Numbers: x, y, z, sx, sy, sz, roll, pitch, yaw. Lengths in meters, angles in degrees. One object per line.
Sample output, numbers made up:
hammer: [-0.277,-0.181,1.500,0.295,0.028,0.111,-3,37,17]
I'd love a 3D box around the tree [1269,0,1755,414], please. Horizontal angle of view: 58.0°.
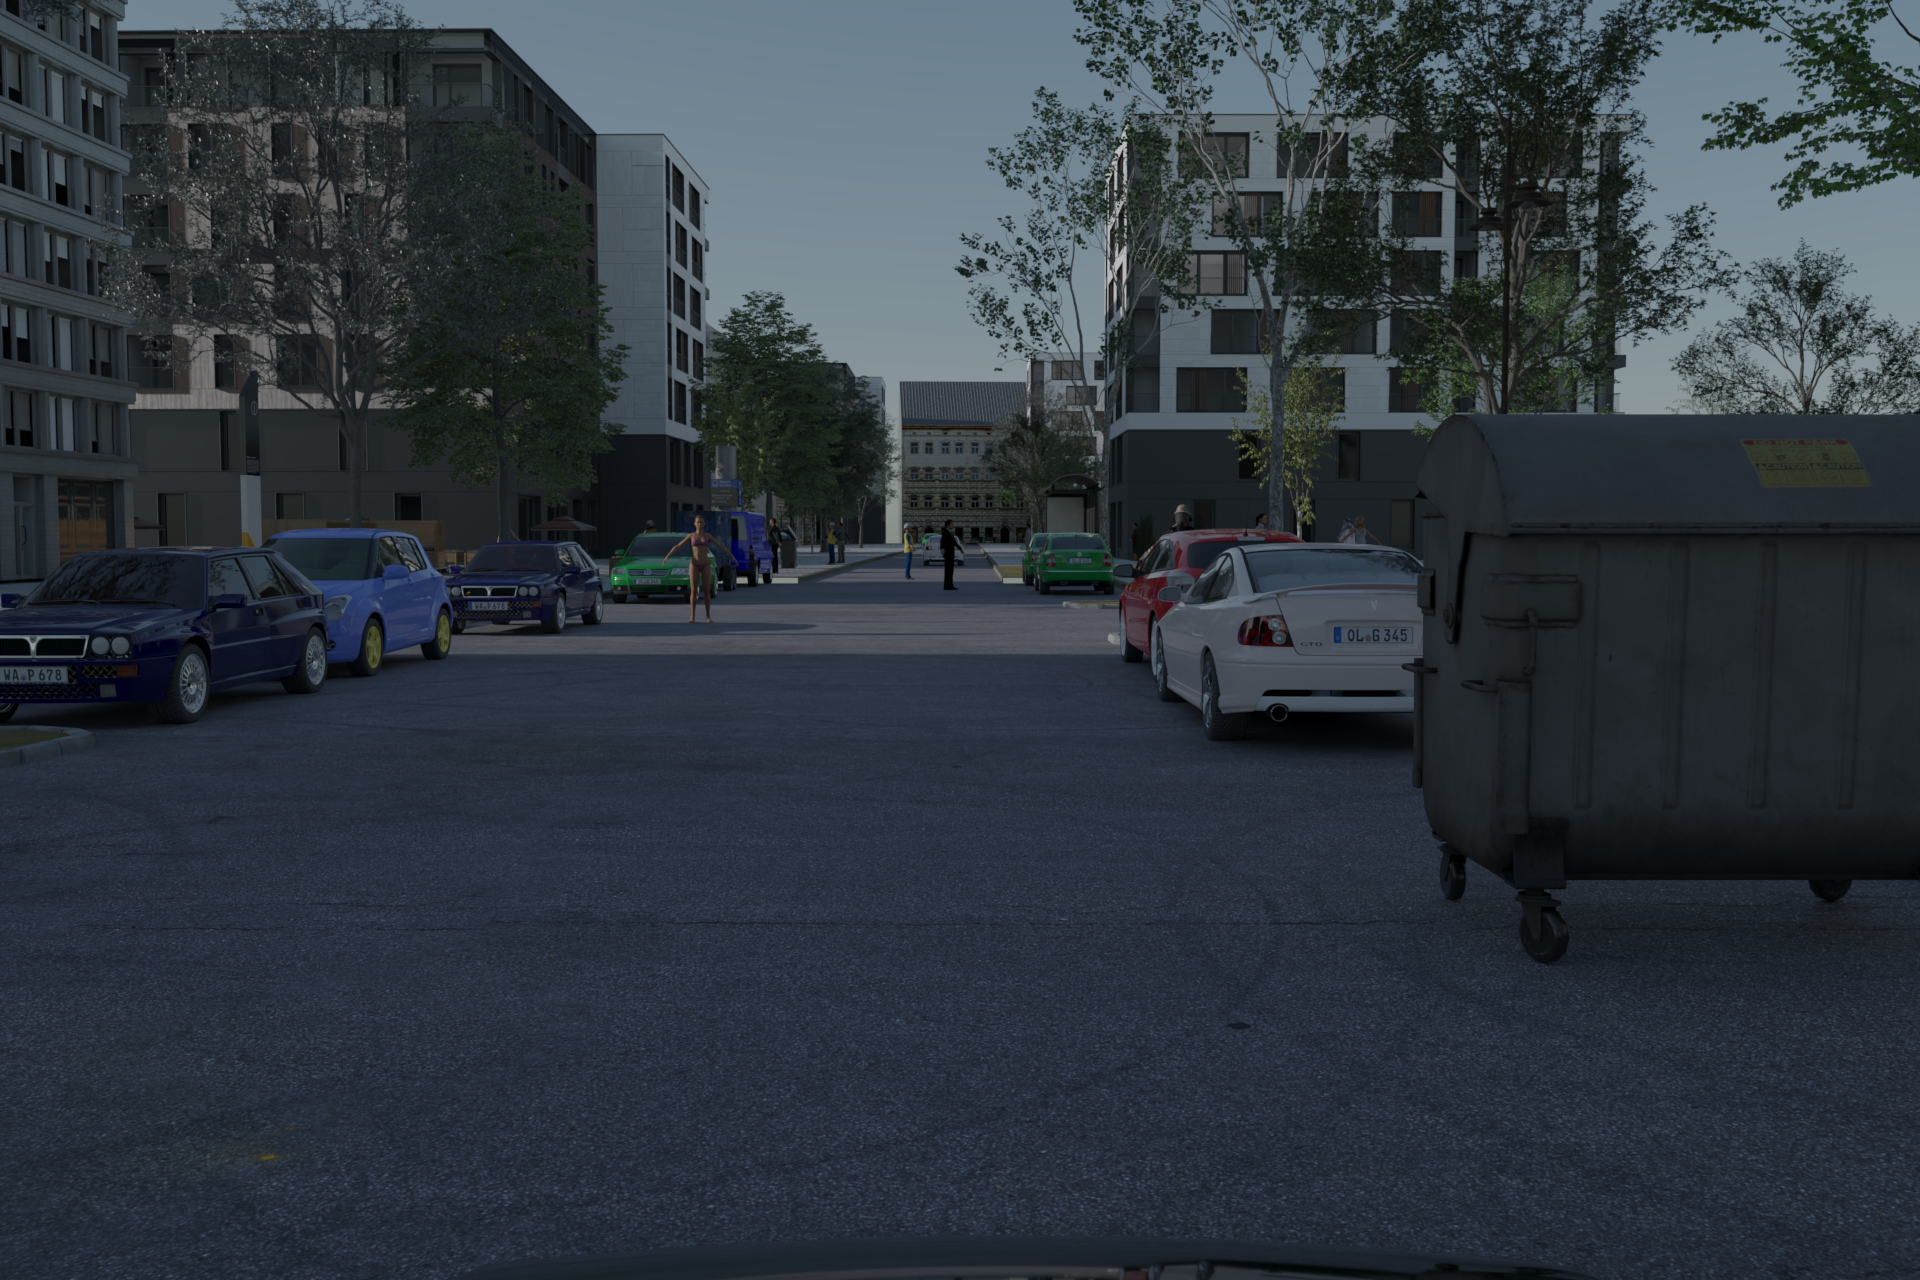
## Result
tree: [8.040,-5.637,26.572,7.601,10.594,8.767,-2,4,-28]

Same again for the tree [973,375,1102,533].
tree: [6.179,-13.693,134.254,12.009,13.543,11.850,0,3,0]

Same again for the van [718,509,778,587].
van: [-6.408,-2.704,48.590,2.240,2.365,5.245,0,4,0]

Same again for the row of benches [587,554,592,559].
row of benches: [-11.809,-2.322,53.423,1.422,0.672,4.104,0,4,-7]

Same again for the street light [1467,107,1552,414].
street light: [6.094,-2.849,19.377,0.468,5.910,1.993,0,3,0]

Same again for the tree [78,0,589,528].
tree: [-12.884,-7.716,36.531,12.009,13.543,11.850,0,3,0]

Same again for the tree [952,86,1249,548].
tree: [5.673,-13.290,73.187,12.611,20.169,13.585,0,3,0]

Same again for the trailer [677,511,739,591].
trailer: [-6.438,-2.204,43.082,1.471,1.999,3.904,0,4,0]

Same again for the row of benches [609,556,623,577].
row of benches: [-10.153,-2.317,53.341,1.422,0.672,4.104,0,4,-1]

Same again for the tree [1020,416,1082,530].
tree: [5.848,-9.684,108.693,4.737,8.622,4.395,0,3,0]

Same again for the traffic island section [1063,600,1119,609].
traffic island section: [3.037,-0.687,34.097,1.991,0.108,1.994,0,3,0]

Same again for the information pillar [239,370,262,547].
information pillar: [-10.061,-2.033,24.594,0.183,3.616,0.504,0,4,1]

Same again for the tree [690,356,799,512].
tree: [-9.140,-7.451,72.182,4.737,8.622,4.395,0,3,0]

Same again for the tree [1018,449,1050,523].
tree: [6.857,-11.862,144.301,4.360,8.622,3.978,0,3,0]

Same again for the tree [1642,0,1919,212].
tree: [9.058,-5.394,13.941,9.928,11.665,9.643,0,3,0]

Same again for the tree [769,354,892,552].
tree: [-9.518,-13.099,120.821,9.857,13.997,8.962,0,3,0]

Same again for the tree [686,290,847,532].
tree: [-9.389,-9.992,81.499,7.486,12.596,7.792,0,3,0]

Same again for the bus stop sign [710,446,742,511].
bus stop sign: [-6.999,-3.845,51.880,0.837,3.901,0.837,0,4,1]

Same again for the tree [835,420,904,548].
tree: [-8.924,-14.113,156.501,9.928,11.665,9.643,0,3,0]

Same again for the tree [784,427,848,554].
tree: [-9.335,-9.767,110.054,4.737,8.622,4.395,0,3,0]

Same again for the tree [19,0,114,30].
tree: [-12.346,-6.320,13.710,12.009,13.543,11.850,0,3,0]

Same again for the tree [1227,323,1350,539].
tree: [11.434,-6.652,59.122,4.737,8.622,4.395,0,3,0]

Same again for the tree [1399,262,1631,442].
tree: [20.416,-8.469,64.217,9.928,11.665,9.643,0,3,0]

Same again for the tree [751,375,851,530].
tree: [-9.331,-10.013,98.122,7.601,10.594,8.767,-3,5,-44]

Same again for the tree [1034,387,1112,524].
tree: [5.725,-8.323,86.443,4.360,8.622,3.978,0,3,0]

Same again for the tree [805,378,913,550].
tree: [-9.298,-13.812,136.202,12.009,13.543,11.850,0,3,0]

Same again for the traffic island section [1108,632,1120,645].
traffic island section: [2.992,-0.010,23.022,1.991,0.108,1.994,0,3,0]

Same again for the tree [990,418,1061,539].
tree: [6.417,-13.920,153.349,9.928,11.665,9.643,0,3,0]

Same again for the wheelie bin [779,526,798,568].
wheelie bin: [-6.428,-3.474,64.710,0.693,1.594,0.980,0,4,2]

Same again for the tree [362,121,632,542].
tree: [-13.260,-7.988,48.730,7.486,12.596,7.792,0,3,0]

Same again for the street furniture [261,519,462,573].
street furniture: [-20.409,-3.032,56.421,11.010,1.723,9.812,-1,4,-9]

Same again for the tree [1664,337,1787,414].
tree: [28.262,-7.036,65.396,4.360,8.622,3.978,0,3,0]

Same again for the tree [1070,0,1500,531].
tree: [10.085,-11.658,46.505,12.611,20.169,13.585,0,3,0]

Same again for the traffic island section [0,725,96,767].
traffic island section: [-6.823,0.713,11.206,1.991,0.108,1.994,0,4,1]

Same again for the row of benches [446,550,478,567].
row of benches: [-18.904,-3.214,68.014,4.104,0.672,1.422,1,4,22]

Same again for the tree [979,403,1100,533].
tree: [5.861,-11.532,122.968,8.767,10.594,7.601,-1,4,-18]

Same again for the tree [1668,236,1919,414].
tree: [26.804,-7.299,53.744,8.767,10.594,7.601,0,4,3]
